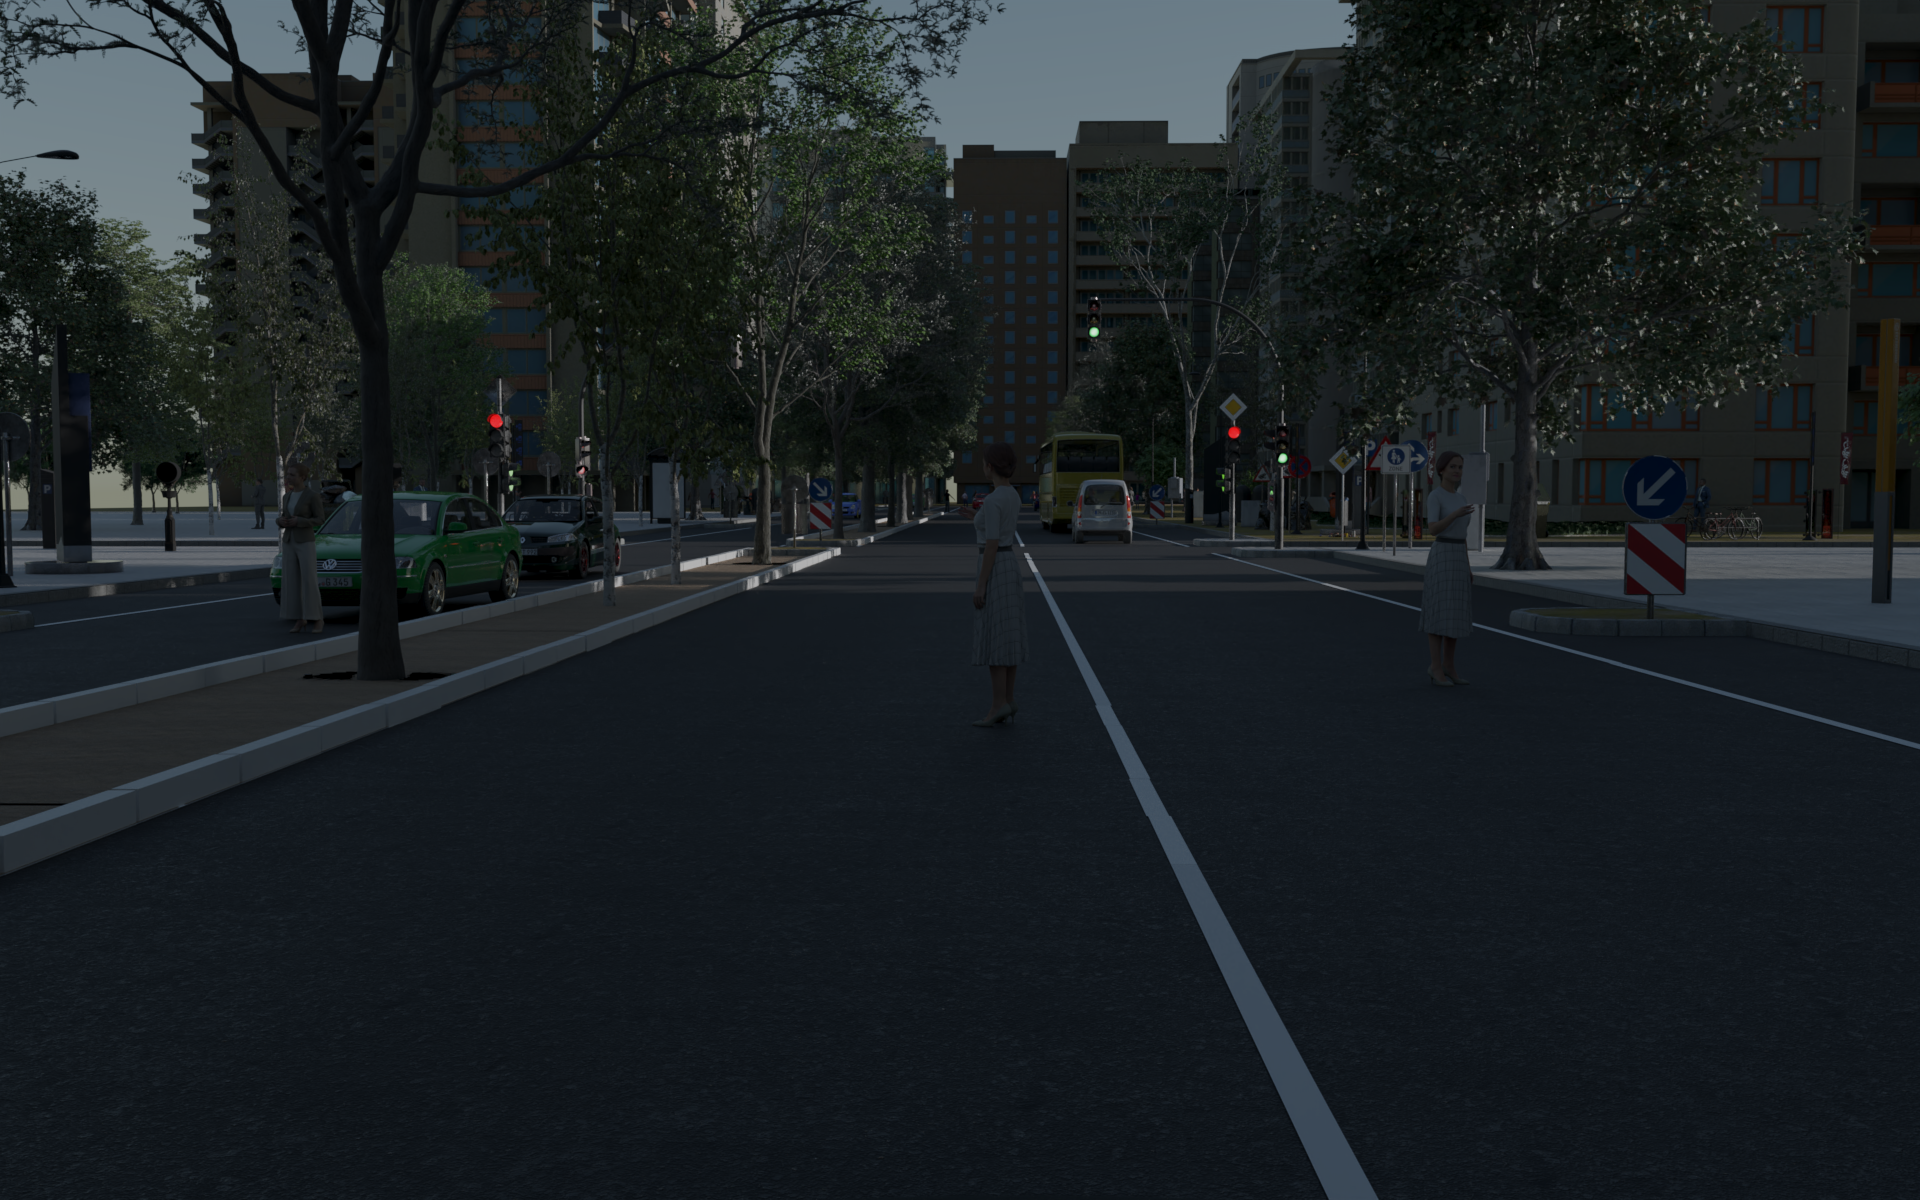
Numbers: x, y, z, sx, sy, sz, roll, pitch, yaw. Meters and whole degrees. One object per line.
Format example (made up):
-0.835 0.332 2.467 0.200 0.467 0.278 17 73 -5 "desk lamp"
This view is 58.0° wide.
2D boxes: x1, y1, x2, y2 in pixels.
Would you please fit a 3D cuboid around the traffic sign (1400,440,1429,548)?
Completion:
10.621 -2.488 40.791 0.768 2.556 0.104 1 4 10 "traffic sign"

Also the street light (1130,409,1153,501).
9.989 -7.475 94.756 1.470 5.913 1.316 0 4 1 "street light"

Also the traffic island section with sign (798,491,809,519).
-9.186 -5.713 102.033 1.989 1.847 2.006 0 4 1 "traffic island section with sign"

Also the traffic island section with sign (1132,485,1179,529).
8.118 -3.933 72.927 1.989 1.847 2.006 0 4 1 "traffic island section with sign"

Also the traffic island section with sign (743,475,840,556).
-3.978 -1.999 40.827 2.006 1.907 1.989 0 4 1 "traffic island section with sign"

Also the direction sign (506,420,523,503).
-13.687 -3.742 53.176 0.876 3.537 0.379 3 5 39 "direction sign"

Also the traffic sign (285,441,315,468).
-15.451 -2.473 40.546 0.768 2.556 0.104 1 4 10 "traffic sign"

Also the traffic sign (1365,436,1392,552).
9.464 -2.360 38.591 0.884 2.594 0.081 0 4 7 "traffic sign"

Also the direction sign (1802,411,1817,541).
23.514 -3.414 47.819 0.379 3.537 0.876 1 4 20 "direction sign"

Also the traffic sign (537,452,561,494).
-12.350 -3.176 52.035 0.768 2.556 0.104 1 4 10 "traffic sign"

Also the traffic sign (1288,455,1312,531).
11.033 -3.439 56.327 0.768 2.556 0.104 1 4 11 "traffic sign"

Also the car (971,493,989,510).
1.960 -8.311 144.917 2.155 1.783 4.494 0 4 2 "car"

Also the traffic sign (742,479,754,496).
-13.031 -6.489 106.099 0.884 2.594 0.081 0 4 4 "traffic sign"

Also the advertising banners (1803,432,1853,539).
24.938 -3.277 49.762 0.090 3.025 2.074 0 4 -8 "advertising banners"

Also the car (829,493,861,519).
-6.744 -5.670 102.288 1.945 1.707 3.694 0 4 2 "car"

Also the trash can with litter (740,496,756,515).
-12.830 -5.730 105.065 0.624 1.170 1.055 2 4 27 "trash can with litter"

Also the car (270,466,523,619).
-6.775 -0.758 21.196 1.959 1.807 4.718 0 4 3 "car"

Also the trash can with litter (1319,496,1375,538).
11.652 -2.502 51.960 1.678 1.210 2.233 1 4 17 "trash can with litter"

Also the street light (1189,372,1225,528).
9.406 -5.721 66.084 1.470 5.913 1.316 0 4 1 "street light"

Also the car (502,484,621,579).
-7.170 -1.267 30.508 2.009 1.686 4.222 0 4 1 "car"

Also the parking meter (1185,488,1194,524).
10.008 -4.105 75.530 0.372 1.533 0.369 0 3 0 "parking meter"

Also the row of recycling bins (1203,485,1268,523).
12.502 -4.369 78.545 3.534 1.692 1.069 3 5 45 "row of recycling bins"

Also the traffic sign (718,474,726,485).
-13.862 -6.251 101.944 0.795 2.593 0.064 1 4 9 "traffic sign"

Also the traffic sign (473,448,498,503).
-13.113 -2.925 47.924 0.768 2.556 0.104 0 4 5 "traffic sign"

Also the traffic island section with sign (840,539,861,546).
-3.814 -2.452 48.232 2.006 1.907 1.989 0 4 1 "traffic island section with sign"

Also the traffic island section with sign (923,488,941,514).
-2.251 -7.047 123.355 2.006 1.907 1.989 0 4 1 "traffic island section with sign"

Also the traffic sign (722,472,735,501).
-12.727 -5.825 95.346 0.768 2.556 0.104 0 4 2 "traffic sign"

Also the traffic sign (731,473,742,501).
-13.001 -6.110 99.909 0.884 2.594 0.081 1 4 9 "traffic sign"

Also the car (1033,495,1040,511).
7.068 -8.122 145.366 1.945 1.354 3.894 0 4 2 "car"

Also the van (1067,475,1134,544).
4.197 -2.719 51.467 2.013 2.044 4.112 0 4 2 "van"

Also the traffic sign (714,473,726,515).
-14.980 -6.633 108.451 0.884 2.594 0.081 0 4 3 "traffic sign"

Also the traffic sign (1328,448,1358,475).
10.497 -2.915 47.400 0.795 2.593 0.064 1 4 10 "traffic sign"

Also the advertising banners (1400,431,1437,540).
12.982 -3.233 49.045 0.090 3.025 2.074 -1 4 -11 "advertising banners"

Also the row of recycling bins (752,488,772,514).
-12.707 -6.379 111.408 1.069 1.692 3.534 0 4 3 "row of recycling bins"

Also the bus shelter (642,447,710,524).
-12.538 -5.082 77.007 2.014 3.302 5.546 0 4 1 "bus shelter"

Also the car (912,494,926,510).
-4.026 -9.011 156.128 1.959 1.807 4.718 0 4 2 "car"

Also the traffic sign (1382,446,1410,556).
9.021 -2.066 35.915 0.606 2.300 0.079 0 4 4 "traffic sign"

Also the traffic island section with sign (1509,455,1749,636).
6.992 -0.600 18.433 1.989 1.847 2.006 0 4 1 "traffic island section with sign"

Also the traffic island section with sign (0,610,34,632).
-10.939 -0.580 18.107 1.989 1.847 2.006 0 4 1 "traffic island section with sign"

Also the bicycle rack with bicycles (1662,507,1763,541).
21.476 -2.184 49.088 2.925 0.926 2.852 -1 4 -15 "bicycle rack with bicycles"

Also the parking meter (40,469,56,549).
-21.310 -2.136 40.642 0.399 1.863 0.255 0 4 7 "parking meter"

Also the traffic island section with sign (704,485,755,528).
-9.773 -3.980 73.703 1.989 1.847 2.006 0 4 1 "traffic island section with sign"

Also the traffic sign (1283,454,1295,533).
10.806 -3.470 56.735 0.884 2.594 0.081 0 4 5 "traffic sign"

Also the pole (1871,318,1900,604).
10.838 -1.616 20.272 0.158 3.312 0.155 0 3 0 "pole"

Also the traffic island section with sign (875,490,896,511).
-7.593 -10.391 178.517 1.989 1.847 2.006 0 4 1 "traffic island section with sign"

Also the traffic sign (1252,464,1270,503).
13.087 -4.582 74.925 0.884 2.594 0.081 0 4 3 "traffic sign"

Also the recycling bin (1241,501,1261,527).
11.319 -3.353 67.378 0.722 1.027 0.722 1 4 12 "recycling bin"

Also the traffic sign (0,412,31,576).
-14.835 -1.644 26.978 0.768 2.556 0.104 0 4 5 "traffic sign"

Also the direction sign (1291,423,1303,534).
10.792 -3.880 55.430 0.379 3.537 0.876 1 4 18 "direction sign"
